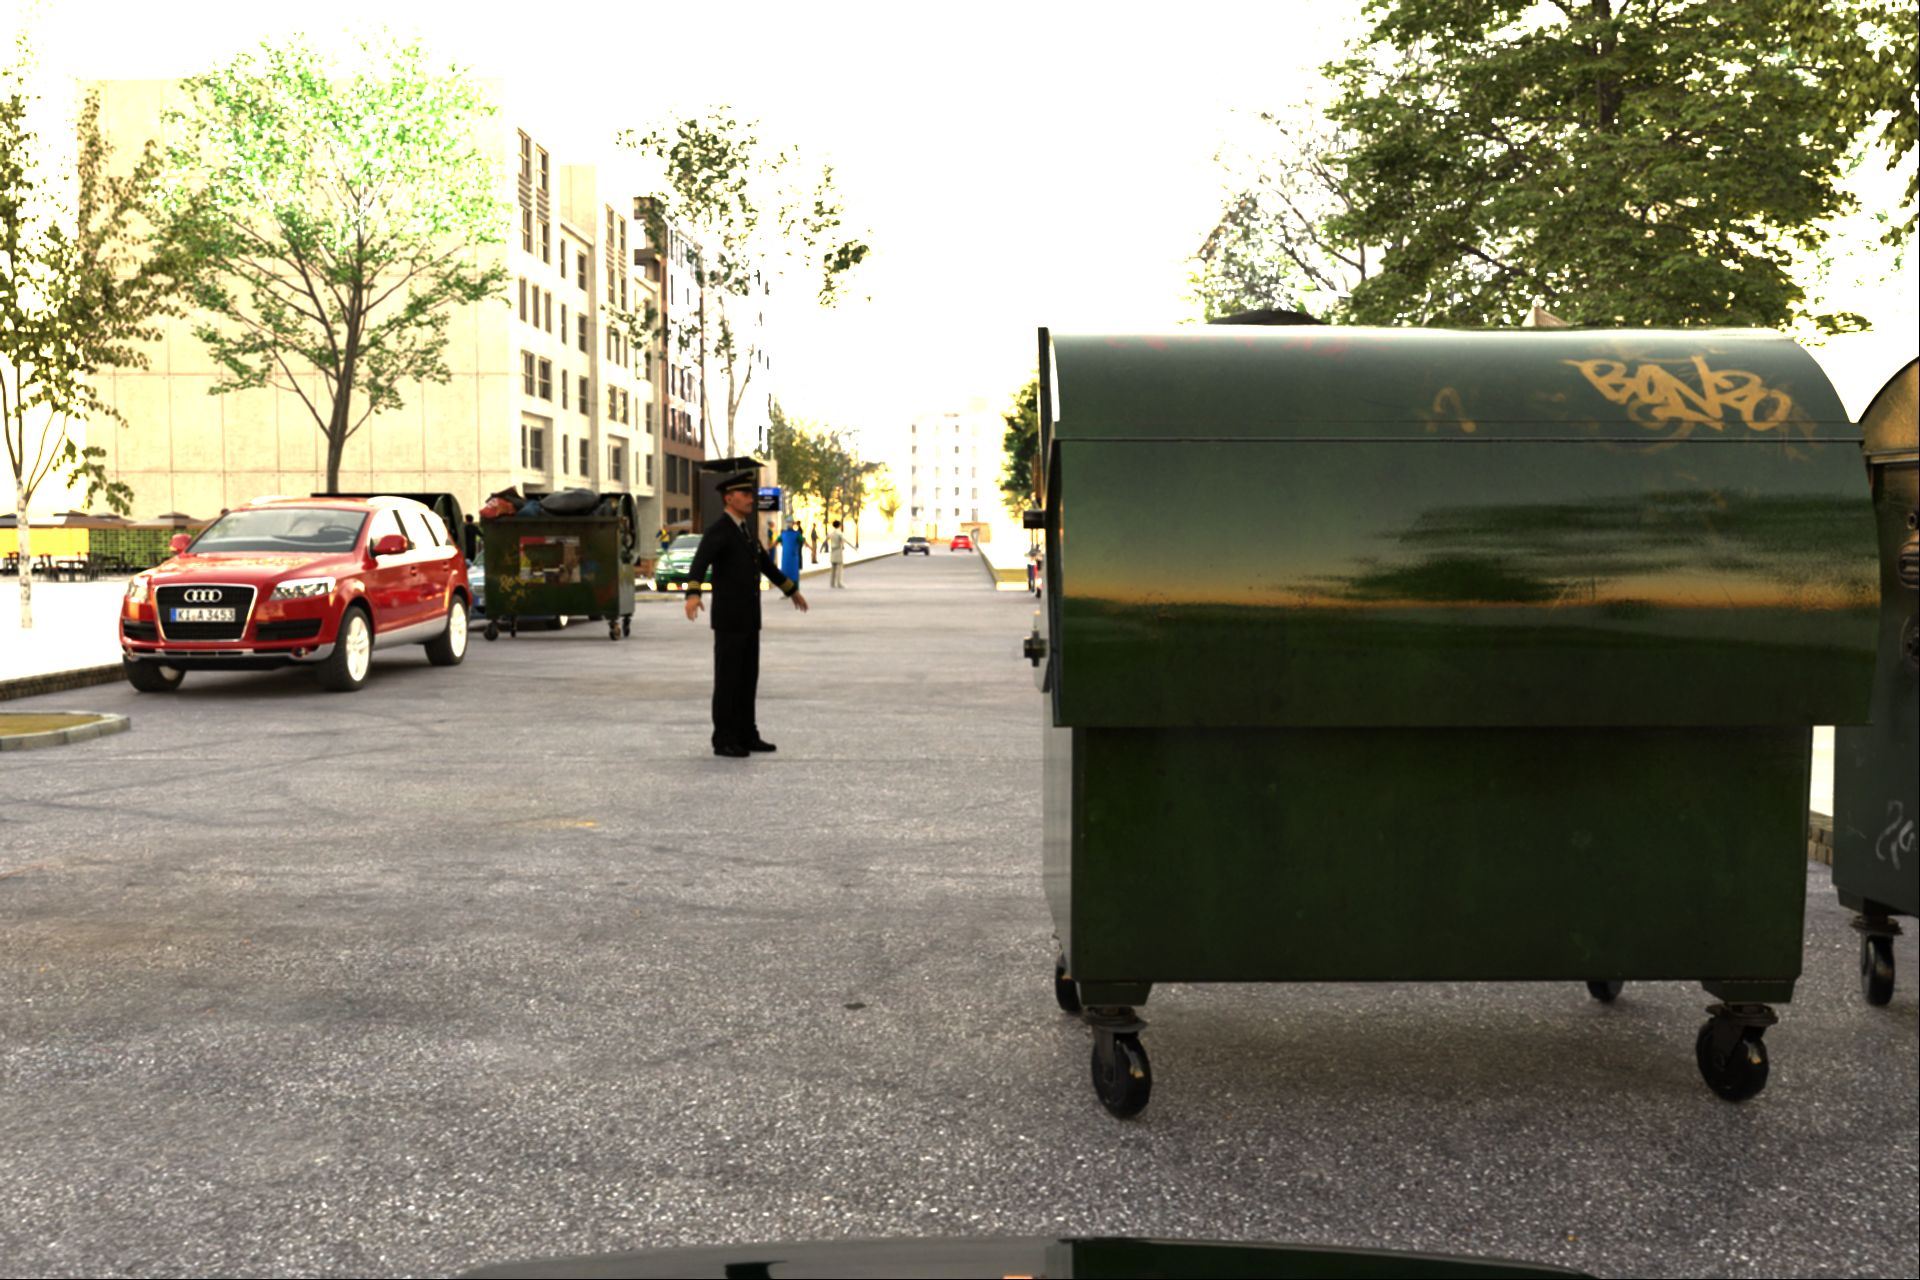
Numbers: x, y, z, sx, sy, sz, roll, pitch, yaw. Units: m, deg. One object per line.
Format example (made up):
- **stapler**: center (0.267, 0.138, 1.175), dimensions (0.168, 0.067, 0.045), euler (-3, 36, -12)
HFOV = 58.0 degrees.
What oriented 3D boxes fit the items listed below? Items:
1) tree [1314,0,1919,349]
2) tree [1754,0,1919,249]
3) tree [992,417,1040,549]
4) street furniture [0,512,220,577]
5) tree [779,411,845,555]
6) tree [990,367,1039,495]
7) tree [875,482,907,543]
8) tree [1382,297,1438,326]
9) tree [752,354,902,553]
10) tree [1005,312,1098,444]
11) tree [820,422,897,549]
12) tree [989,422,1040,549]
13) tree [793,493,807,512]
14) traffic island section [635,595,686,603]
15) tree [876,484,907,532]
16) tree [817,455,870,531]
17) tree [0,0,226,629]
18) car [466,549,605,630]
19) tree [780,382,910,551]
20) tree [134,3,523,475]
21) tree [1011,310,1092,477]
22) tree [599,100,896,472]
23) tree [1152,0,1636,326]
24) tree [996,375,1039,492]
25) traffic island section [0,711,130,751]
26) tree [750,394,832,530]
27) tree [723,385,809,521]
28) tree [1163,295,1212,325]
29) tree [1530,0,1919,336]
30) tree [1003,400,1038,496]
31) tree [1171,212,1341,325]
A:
- **tree**: center (8.395, -6.399, 22.758), dimensions (7.486, 12.596, 7.792), euler (0, 3, 0)
- **tree**: center (8.266, -3.865, 13.558), dimensions (4.737, 8.622, 4.395), euler (0, 3, 0)
- **tree**: center (6.496, -14.065, 148.089), dimensions (7.486, 12.596, 7.792), euler (0, 3, 0)
- **street furniture**: center (-27.078, -3.168, 56.821), dimensions (27.439, 1.986, 14.083), euler (-1, 4, -9)
- **tree**: center (-9.158, -9.369, 103.553), dimensions (4.737, 8.622, 4.395), euler (0, 3, 0)
- **tree**: center (5.586, -9.357, 87.391), dimensions (7.601, 10.594, 8.767), euler (2, 4, 26)
- **tree**: center (-9.475, -17.474, 236.066), dimensions (4.737, 8.622, 4.395), euler (0, 3, 0)
- **tree**: center (13.601, -6.254, 52.612), dimensions (4.737, 8.622, 4.395), euler (0, 3, 0)
- **tree**: center (-9.121, -12.679, 117.667), dimensions (12.009, 13.543, 11.850), euler (0, 3, 0)
- **tree**: center (3.654, -6.599, 58.250), dimensions (4.737, 8.622, 4.395), euler (0, 3, 0)
- **tree**: center (-9.164, -13.818, 151.673), dimensions (9.928, 11.665, 9.643), euler (0, 3, 0)
- **tree**: center (5.990, -11.975, 130.206), dimensions (8.767, 10.594, 7.601), euler (2, 4, 30)
- **tree**: center (-24.773, -19.388, 242.753), dimensions (9.928, 11.665, 9.643), euler (0, 3, 0)
- **traffic island section**: center (-6.908, -0.880, 37.256), dimensions (1.991, 0.108, 1.994), euler (0, 4, 1)
- **tree**: center (-9.200, -17.919, 243.335), dimensions (4.360, 8.622, 3.978), euler (0, 3, 0)
- **tree**: center (-15.877, -19.529, 237.419), dimensions (7.486, 12.596, 7.792), euler (0, 3, 0)
- **tree**: center (-12.450, -4.457, 23.228), dimensions (4.737, 8.622, 4.395), euler (0, 3, 0)
- **car**: center (-6.785, -0.946, 27.475), dimensions (2.014, 1.417, 4.499), euler (0, 4, 1)
- **tree**: center (-9.065, -13.759, 135.333), dimensions (12.009, 13.543, 11.850), euler (0, 3, 0)
- **tree**: center (-12.378, -6.641, 34.333), dimensions (9.928, 11.665, 9.643), euler (0, 3, 0)
- **tree**: center (5.646, -8.471, 72.915), dimensions (7.601, 10.594, 8.767), euler (0, 4, 1)
- **tree**: center (-9.125, -13.348, 74.129), dimensions (12.611, 20.169, 13.585), euler (0, 3, 0)
- **tree**: center (8.406, -7.567, 34.098), dimensions (12.009, 13.543, 11.850), euler (0, 3, 0)
- **tree**: center (5.664, -11.040, 106.258), dimensions (9.928, 11.665, 9.643), euler (0, 3, 0)
- **traffic island section**: center (-7.071, 0.652, 12.205), dimensions (1.991, 0.108, 1.994), euler (0, 3, 0)
- **tree**: center (-9.470, -8.670, 92.121), dimensions (4.360, 8.622, 3.978), euler (0, 3, 0)
- **tree**: center (-9.024, -8.243, 85.135), dimensions (4.360, 8.622, 3.978), euler (0, 3, 0)
- **tree**: center (7.924, -6.287, 53.154), dimensions (4.360, 8.622, 3.978), euler (0, 3, 0)
- **tree**: center (24.469, -12.183, 55.083), dimensions (12.611, 20.169, 13.585), euler (0, 3, 0)
- **tree**: center (6.514, -11.801, 118.697), dimensions (9.928, 11.665, 9.643), euler (0, 3, 0)
- **tree**: center (10.640, -8.809, 62.156), dimensions (7.486, 12.596, 7.792), euler (0, 3, 0)
